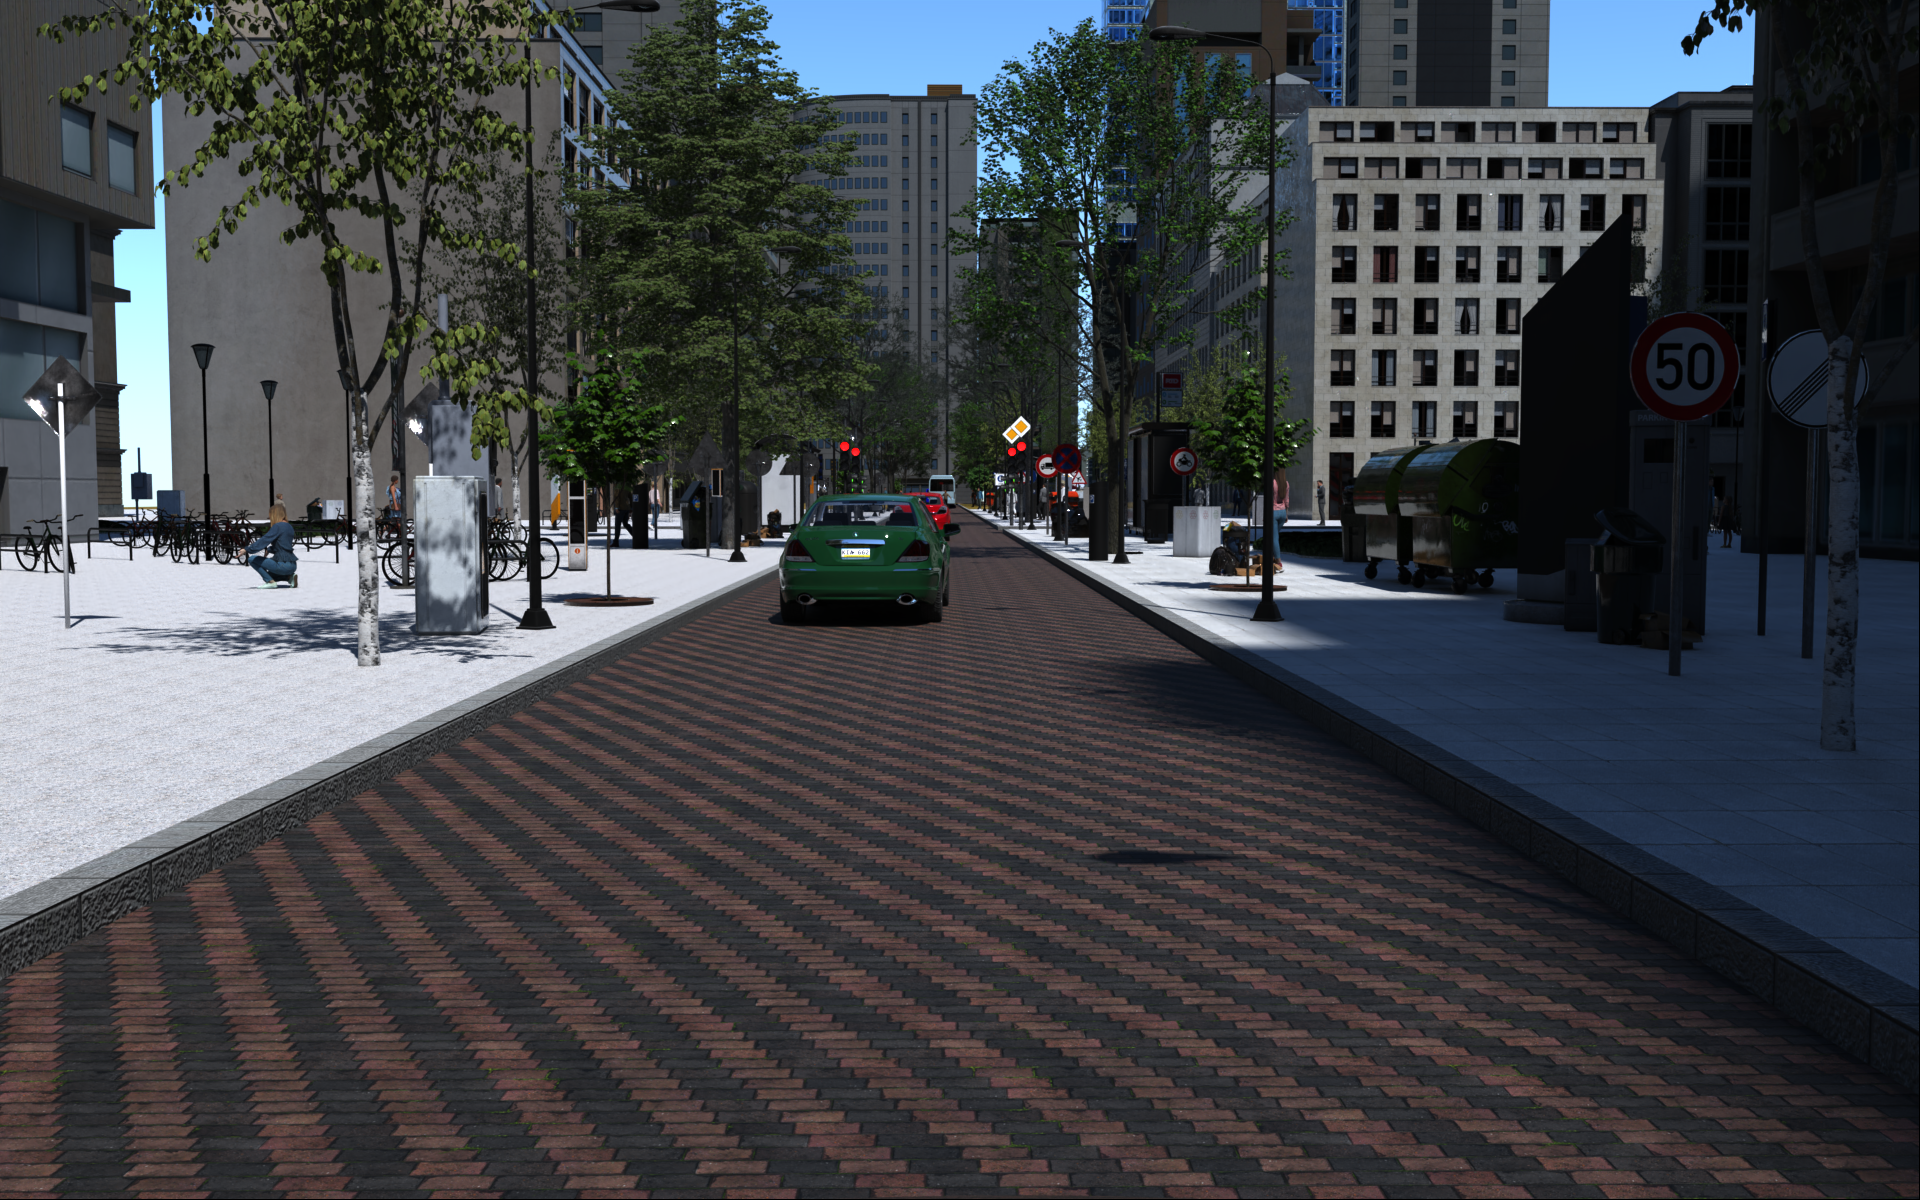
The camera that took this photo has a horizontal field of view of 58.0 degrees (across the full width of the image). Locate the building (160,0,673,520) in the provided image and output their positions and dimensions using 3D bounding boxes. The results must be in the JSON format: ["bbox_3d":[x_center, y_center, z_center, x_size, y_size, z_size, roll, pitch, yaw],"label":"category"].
[{"bbox_3d":[-29.121,-18.138,101.069,19.350,26.468,34.151,0,4,-1],"label":"building"}]

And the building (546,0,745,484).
[{"bbox_3d":[-30.142,-43.783,154.101,20.563,71.187,20.611,0,4,-1],"label":"building"}]

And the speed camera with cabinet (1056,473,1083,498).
[{"bbox_3d":[5.861,-5.677,87.152,2.038,3.252,0.660,2,4,26],"label":"speed camera with cabinet"}]

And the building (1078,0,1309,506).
[{"bbox_3d":[32.484,-57.504,252.856,31.000,86.520,22.319,0,4,-1],"label":"building"}]

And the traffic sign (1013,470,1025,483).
[{"bbox_3d":[3.035,-5.266,86.100,0.884,2.594,0.081,0,4,8],"label":"traffic sign"}]

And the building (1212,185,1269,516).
[{"bbox_3d":[22.242,-15.455,107.445,10.420,20.320,16.860,0,4,-1],"label":"building"}]

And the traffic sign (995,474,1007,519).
[{"bbox_3d":[2.073,-5.224,87.535,0.606,2.300,0.079,0,4,4],"label":"traffic sign"}]

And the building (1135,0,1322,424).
[{"bbox_3d":[23.396,-30.838,154.307,14.600,45.320,14.200,0,4,-1],"label":"building"}]

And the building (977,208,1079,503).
[{"bbox_3d":[9.669,-34.585,249.054,14.086,41.232,14.154,0,4,-1],"label":"building"}]

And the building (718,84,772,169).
[{"bbox_3d":[-39.948,-43.429,252.063,28.212,58.520,21.231,0,4,-1],"label":"building"}]

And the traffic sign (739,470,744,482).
[{"bbox_3d":[-9.441,-4.357,73.363,0.606,2.300,0.079,0,4,7],"label":"traffic sign"}]

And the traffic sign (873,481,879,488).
[{"bbox_3d":[-7.124,-8.817,144.264,0.768,2.556,0.104,0,4,6],"label":"traffic sign"}]

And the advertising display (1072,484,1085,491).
[{"bbox_3d":[6.926,-5.907,101.796,0.974,1.923,0.123,-2,4,-31],"label":"advertising display"}]

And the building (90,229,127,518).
[{"bbox_3d":[-63.944,-16.560,89.833,34.723,24.649,14.460,0,4,-1],"label":"building"}]

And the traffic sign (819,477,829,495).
[{"bbox_3d":[-8.233,-6.299,105.113,0.606,2.300,0.079,0,4,7],"label":"traffic sign"}]

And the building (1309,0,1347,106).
[{"bbox_3d":[26.892,-52.785,175.714,22.319,86.520,31.000,0,4,-1],"label":"building"}]

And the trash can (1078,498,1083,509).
[{"bbox_3d":[4.128,-3.009,60.848,0.748,1.137,0.748,0,3,0],"label":"trash can"}]

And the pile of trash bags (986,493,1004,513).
[{"bbox_3d":[3.311,-6.715,119.534,3.447,1.369,1.912,2,4,29],"label":"pile of trash bags"}]

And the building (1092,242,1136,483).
[{"bbox_3d":[22.150,-26.195,199.983,14.160,30.474,14.107,0,4,-1],"label":"building"}]

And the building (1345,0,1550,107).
[{"bbox_3d":[52.821,-46.370,196.396,20.611,71.187,20.563,0,4,-1],"label":"building"}]

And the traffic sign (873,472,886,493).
[{"bbox_3d":[-4.715,-6.188,101.271,0.768,2.556,0.104,1,4,8],"label":"traffic sign"}]

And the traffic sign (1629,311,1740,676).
[{"bbox_3d":[5.056,-0.738,12.176,0.768,2.556,0.104,0,4,0],"label":"traffic sign"}]

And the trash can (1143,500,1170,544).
[{"bbox_3d":[5.081,-2.030,44.851,0.748,1.137,0.748,0,3,0],"label":"trash can"}]

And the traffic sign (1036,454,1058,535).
[{"bbox_3d":[2.775,-3.343,54.765,0.768,2.556,0.104,0,4,6],"label":"traffic sign"}]

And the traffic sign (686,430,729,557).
[{"bbox_3d":[-5.151,-2.161,35.340,0.884,2.594,0.081,0,4,4],"label":"traffic sign"}]

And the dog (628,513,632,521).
[{"bbox_3d":[-15.764,-4.154,82.293,0.800,0.831,0.513,3,5,45],"label":"dog"}]

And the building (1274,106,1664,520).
[{"bbox_3d":[25.501,-14.327,88.999,16.860,20.320,10.420,0,4,-1],"label":"building"}]

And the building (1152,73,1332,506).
[{"bbox_3d":[21.901,-21.591,130.507,11.434,29.767,29.804,0,4,-1],"label":"building"}]

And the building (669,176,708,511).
[{"bbox_3d":[-27.384,-20.585,130.079,14.314,27.812,24.014,0,4,-1],"label":"building"}]

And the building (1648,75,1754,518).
[{"bbox_3d":[48.936,-16.634,91.035,30.058,24.678,14.314,0,4,-1],"label":"building"}]

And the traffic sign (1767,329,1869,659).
[{"bbox_3d":[6.621,-0.817,13.459,0.768,2.556,0.104,0,4,3],"label":"traffic sign"}]

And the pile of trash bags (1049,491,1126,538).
[{"bbox_3d":[3.635,-2.603,52.317,1.912,1.369,3.447,-1,4,-8],"label":"pile of trash bags"}]

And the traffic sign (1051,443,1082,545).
[{"bbox_3d":[2.680,-2.658,43.569,0.768,2.556,0.104,0,4,6],"label":"traffic sign"}]

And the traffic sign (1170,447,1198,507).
[{"bbox_3d":[6.133,-2.894,47.428,0.768,2.556,0.104,0,4,6],"label":"traffic sign"}]

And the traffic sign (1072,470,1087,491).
[{"bbox_3d":[6.260,-5.585,91.320,0.884,2.594,0.081,0,3,0],"label":"traffic sign"}]

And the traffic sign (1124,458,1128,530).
[{"bbox_3d":[5.977,-3.787,62.027,0.768,2.556,0.104,0,4,4],"label":"traffic sign"}]

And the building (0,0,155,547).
[{"bbox_3d":[-35.178,-27.178,33.595,27.495,52.752,28.713,0,4,-1],"label":"building"}]

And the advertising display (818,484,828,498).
[{"bbox_3d":[-8.819,-6.394,109.753,0.974,1.923,0.123,-3,4,-39],"label":"advertising display"}]

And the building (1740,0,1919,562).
[{"bbox_3d":[27.851,-24.609,26.060,21.300,48.544,21.600,0,4,-1],"label":"building"}]

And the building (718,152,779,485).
[{"bbox_3d":[-32.262,-30.501,190.570,23.993,40.220,32.217,0,4,-1],"label":"building"}]

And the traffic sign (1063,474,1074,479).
[{"bbox_3d":[5.822,-5.801,94.577,0.795,2.593,0.064,0,4,3],"label":"traffic sign"}]

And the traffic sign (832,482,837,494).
[{"bbox_3d":[-8.343,-7.028,117.032,0.606,2.300,0.079,0,4,1],"label":"traffic sign"}]

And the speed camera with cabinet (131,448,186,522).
[{"bbox_3d":[-34.181,-4.862,73.830,2.038,3.252,0.660,0,4,-2],"label":"speed camera with cabinet"}]

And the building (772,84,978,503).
[{"bbox_3d":[-11.737,-43.443,252.287,28.212,58.520,21.231,0,4,-1],"label":"building"}]

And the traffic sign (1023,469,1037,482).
[{"bbox_3d":[3.444,-5.287,86.553,0.768,2.556,0.104,0,4,4],"label":"traffic sign"}]

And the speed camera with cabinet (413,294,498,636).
[{"bbox_3d":[-4.814,-1.361,16.592,0.660,3.252,2.038,-1,4,-10],"label":"speed camera with cabinet"}]
